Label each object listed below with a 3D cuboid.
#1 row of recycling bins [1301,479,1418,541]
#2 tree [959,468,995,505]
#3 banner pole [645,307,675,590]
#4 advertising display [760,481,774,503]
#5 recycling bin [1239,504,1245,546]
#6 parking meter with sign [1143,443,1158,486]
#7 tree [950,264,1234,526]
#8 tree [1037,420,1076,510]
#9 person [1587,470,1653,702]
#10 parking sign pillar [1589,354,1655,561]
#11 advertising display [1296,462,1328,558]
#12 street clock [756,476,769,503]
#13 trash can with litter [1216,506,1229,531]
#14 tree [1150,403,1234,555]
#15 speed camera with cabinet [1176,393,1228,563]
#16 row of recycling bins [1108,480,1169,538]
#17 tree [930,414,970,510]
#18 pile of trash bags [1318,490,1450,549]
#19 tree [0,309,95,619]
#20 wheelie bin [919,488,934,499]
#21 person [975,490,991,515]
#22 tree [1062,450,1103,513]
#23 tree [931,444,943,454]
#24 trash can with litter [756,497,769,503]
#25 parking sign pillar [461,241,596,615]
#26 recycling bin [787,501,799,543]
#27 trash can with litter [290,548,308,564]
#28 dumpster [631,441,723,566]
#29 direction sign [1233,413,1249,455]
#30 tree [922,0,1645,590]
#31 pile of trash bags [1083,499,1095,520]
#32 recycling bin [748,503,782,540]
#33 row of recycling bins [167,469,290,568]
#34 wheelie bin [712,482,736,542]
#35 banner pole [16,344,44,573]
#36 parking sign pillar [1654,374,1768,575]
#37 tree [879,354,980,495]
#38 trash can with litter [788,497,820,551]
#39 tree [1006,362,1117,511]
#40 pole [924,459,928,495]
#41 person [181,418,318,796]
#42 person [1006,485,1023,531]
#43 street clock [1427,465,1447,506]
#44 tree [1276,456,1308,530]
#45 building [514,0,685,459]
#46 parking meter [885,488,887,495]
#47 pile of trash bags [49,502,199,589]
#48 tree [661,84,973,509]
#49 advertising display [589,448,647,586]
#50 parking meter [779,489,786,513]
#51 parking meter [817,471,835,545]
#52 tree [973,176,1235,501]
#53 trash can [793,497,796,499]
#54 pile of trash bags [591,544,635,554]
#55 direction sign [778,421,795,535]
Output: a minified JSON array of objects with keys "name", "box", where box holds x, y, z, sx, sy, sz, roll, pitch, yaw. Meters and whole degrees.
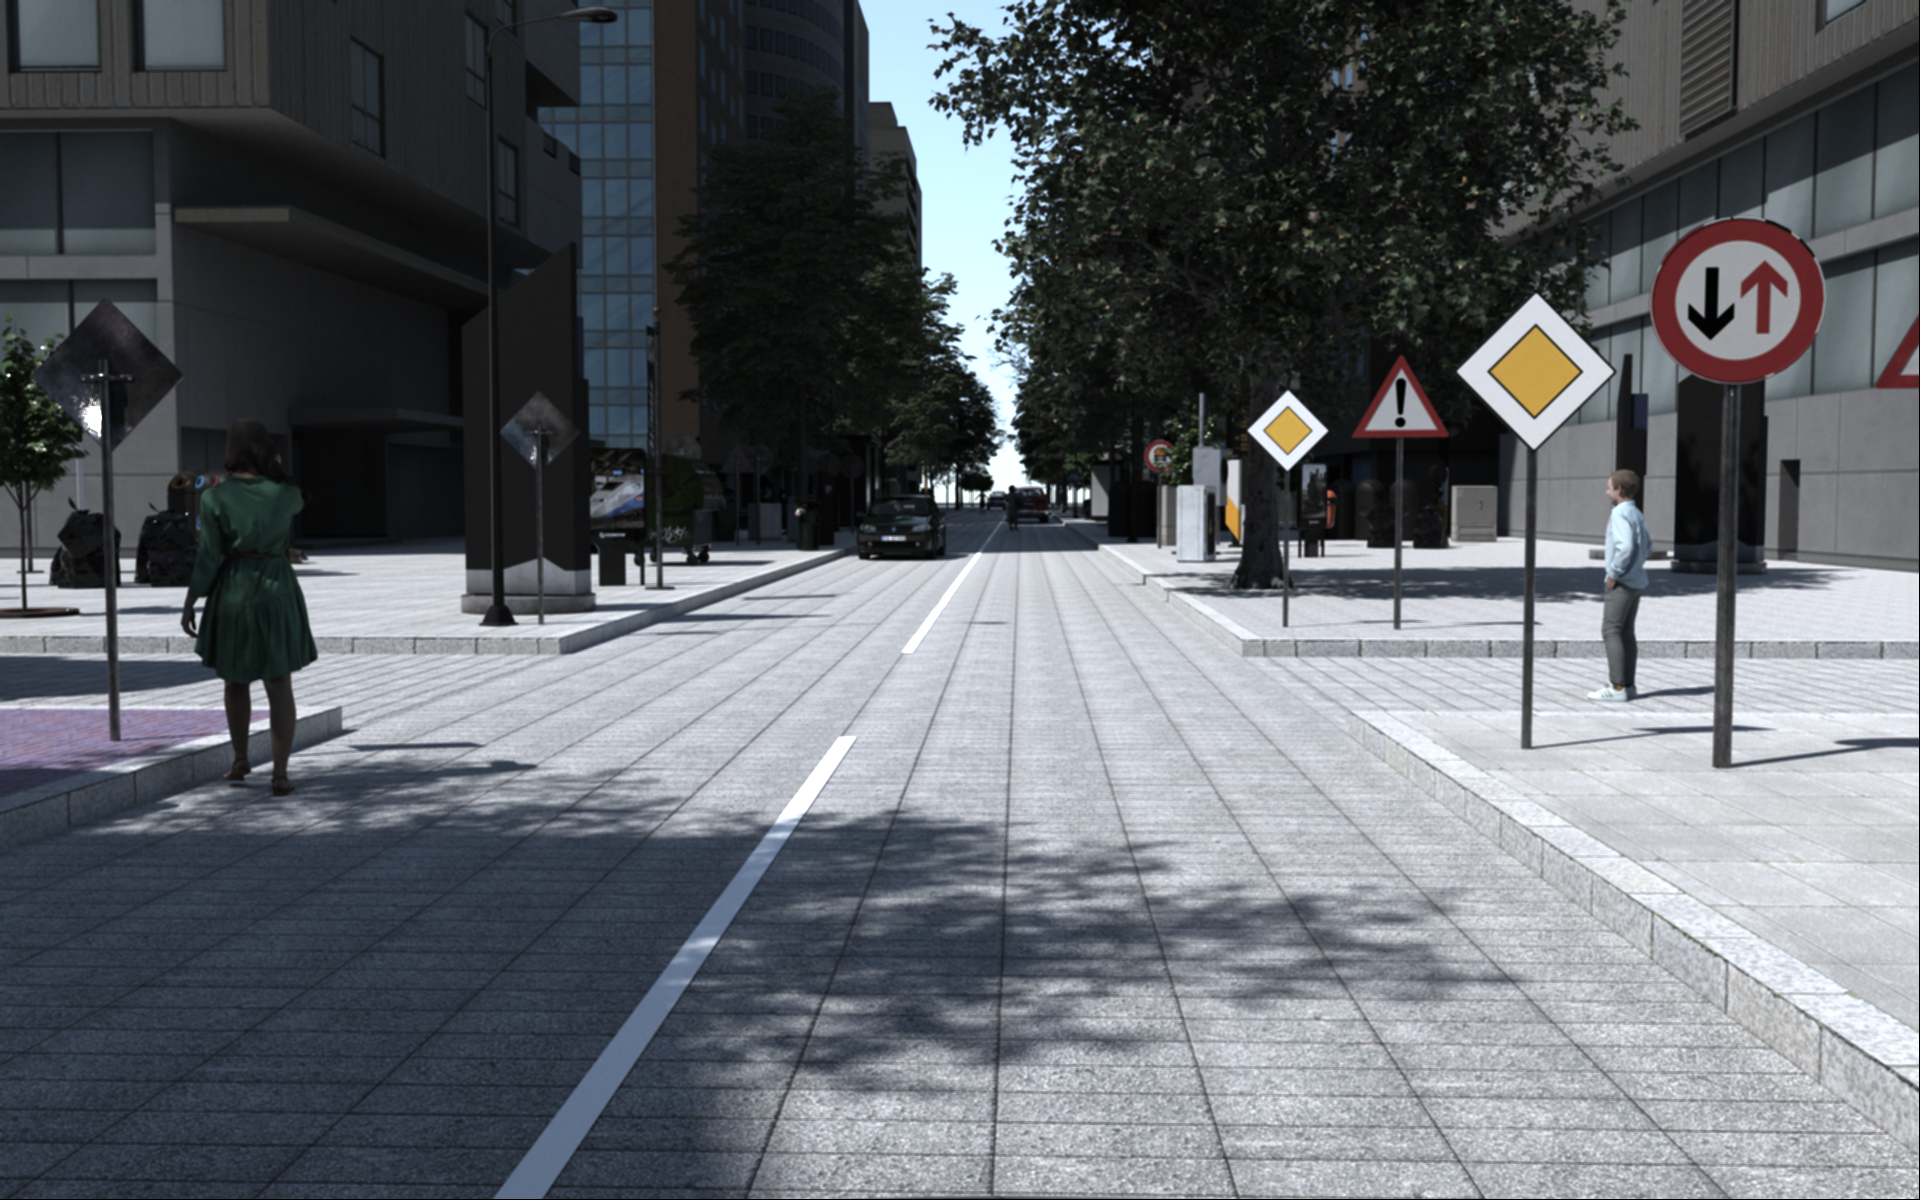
[{"name":"row of recycling bins","box":[11.130,-2.524,48.387,3.534,1.692,1.069,3,5,41]},{"name":"tree","box":[1.259,-13.997,212.565,4.285,4.588,4.351,0,3,0]},{"name":"banner pole","box":[-4.055,-2.017,22.994,0.401,3.779,0.863,0,4,3]},{"name":"advertising display","box":[-9.646,-4.966,86.414,0.974,1.923,0.123,3,5,41]},{"name":"recycling bin","box":[7.266,-1.841,42.654,0.722,1.027,0.722,3,4,37]},{"name":"parking meter with sign","box":[6.987,-3.903,60.073,1.738,3.016,0.543,-1,4,-20]},{"name":"tree","box":[6.103,-9.679,68.628,12.009,13.543,11.850,0,3,0]},{"name":"tree","box":[9.177,-12.672,157.543,4.737,8.622,4.395,0,3,0]},{"name":"person","box":[4.651,-0.113,12.158,0.589,1.601,0.330,-3,5,-44]},{"name":"parking sign pillar","box":[13.159,-2.785,34.010,1.447,3.967,1.447,1,4,16]},{"name":"advertising display","box":[7.143,-1.832,35.163,0.123,1.923,0.974,3,5,44]},{"name":"street clock","box":[-7.727,-3.864,67.747,0.471,2.002,0.358,-2,4,-25]},{"name":"trash can with litter","box":[8.997,-2.996,60.367,1.055,1.170,0.624,-2,4,-26]},{"name":"tree","box":[5.027,-2.592,36.980,1.663,3.219,1.824,0,3,0]},{"name":"speed camera with cabinet","box":[4.670,-2.380,33.253,0.660,3.252,2.038,1,4,20]},{"name":"row of recycling bins","box":[5.883,-2.700,51.255,3.534,1.692,1.069,3,5,40]},{"name":"tree","box":[-1.188,-11.314,135.339,4.360,8.622,3.978,0,3,0]},{"name":"pile of trash bags","box":[10.160,-1.962,41.839,3.447,1.369,1.912,2,4,31]},{"name":"tree","box":[-9.968,-1.451,18.323,1.663,3.219,1.824,0,3,0]},{"name":"wheelie bin","box":[-1.787,-5.096,91.222,0.980,1.594,0.693,3,4,37]},{"name":"person","box":[1.567,-6.736,119.418,1.217,1.735,0.721,1,4,22]},{"name":"tree","box":[8.287,-8.096,116.079,4.285,4.588,4.351,0,3,0]},{"name":"tree","box":[0.094,-15.715,167.313,12.009,13.543,11.850,0,3,0]},{"name":"trash can with litter","box":[-8.278,-3.680,71.553,0.624,1.170,1.055,-2,4,-28]},{"name":"parking sign pillar","box":[-4.735,-1.862,18.916,1.447,3.967,1.447,1,4,13]},{"name":"recycling bin","box":[-4.111,-2.044,45.970,0.722,1.027,0.722,-3,4,-36]},{"name":"trash can with litter","box":[-12.555,-1.252,31.851,1.055,1.170,0.624,0,4,-4]},{"name":"dumpster","box":[-5.223,-1.772,31.471,1.502,2.255,1.985,0,4,2]},{"name":"direction sign","box":[5.922,-2.628,34.960,0.876,3.537,0.379,-1,4,-12]},{"name":"tree","box":[4.163,-6.497,23.236,9.611,12.733,9.660,0,3,0]},{"name":"pile of trash bags","box":[7.945,-4.930,90.363,1.912,1.369,3.447,2,4,26]},{"name":"recycling bin","box":[-5.453,-2.191,48.381,0.722,1.027,0.722,-2,4,-35]},{"name":"row of recycling bins","box":[-11.800,-1.275,27.960,1.069,1.692,3.534,-3,5,-42]},{"name":"wheelie bin","box":[-6.432,-2.391,47.009,0.693,1.594,0.980,-2,4,-29]},{"name":"banner pole","box":[-15.046,-2.318,27.914,0.401,3.779,0.863,-2,4,-28]},{"name":"parking sign pillar","box":[12.385,-2.428,28.175,1.447,3.967,1.447,3,5,42]},{"name":"tree","box":[-2.078,-11.059,115.220,7.601,10.594,8.767,1,4,16]},{"name":"trash can with litter","box":[-3.530,-1.708,39.318,0.624,1.170,1.055,-1,4,-17]},{"name":"tree","box":[7.862,-13.769,131.777,9.857,13.997,8.962,0,3,0]},{"name":"pole","box":[-1.653,-5.529,84.240,0.158,3.312,0.155,0,3,0]},{"name":"person","box":[-3.407,0.025,8.346,0.600,1.795,0.529,-3,4,-38]},{"name":"person","box":[2.175,-3.604,67.777,0.716,1.782,0.532,2,4,35]},{"name":"street clock","box":[11.876,-2.359,43.137,0.471,2.002,0.358,-2,4,-32]},{"name":"tree","box":[12.059,-4.164,62.686,1.663,3.219,1.824,0,3,0]},{"name":"building","box":[-18.397,-26.553,84.253,14.600,45.320,14.200,0,4,2]},{"name":"parking meter","box":[-3.367,-4.123,75.824,0.372,1.533,0.369,0,3,0]},{"name":"pile of trash bags","box":[-12.357,-0.882,24.169,3.447,1.369,1.912,-1,4,-17]},{"name":"tree","box":[-4.440,-7.950,48.114,7.486,12.596,7.792,0,3,0]},{"name":"advertising display","box":[-4.862,-1.159,24.160,0.974,1.923,0.123,-1,4,-19]},{"name":"parking meter","box":[-8.811,-4.756,86.169,0.372,1.533,0.369,0,3,0]},{"name":"parking meter","box":[-3.355,-2.302,43.351,0.399,1.863,0.255,-3,5,-42]},{"name":"tree","box":[5.772,-8.297,53.787,7.486,12.596,7.792,0,3,0]},{"name":"trash can","box":[-8.595,-4.752,89.351,0.748,1.137,0.748,0,3,0]},{"name":"pile of trash bags","box":[-8.797,-1.678,37.184,3.447,1.369,1.912,-2,4,-28]},{"name":"direction sign","box":[-5.430,-3.811,54.307,0.379,3.537,0.876,2,4,28]}]
